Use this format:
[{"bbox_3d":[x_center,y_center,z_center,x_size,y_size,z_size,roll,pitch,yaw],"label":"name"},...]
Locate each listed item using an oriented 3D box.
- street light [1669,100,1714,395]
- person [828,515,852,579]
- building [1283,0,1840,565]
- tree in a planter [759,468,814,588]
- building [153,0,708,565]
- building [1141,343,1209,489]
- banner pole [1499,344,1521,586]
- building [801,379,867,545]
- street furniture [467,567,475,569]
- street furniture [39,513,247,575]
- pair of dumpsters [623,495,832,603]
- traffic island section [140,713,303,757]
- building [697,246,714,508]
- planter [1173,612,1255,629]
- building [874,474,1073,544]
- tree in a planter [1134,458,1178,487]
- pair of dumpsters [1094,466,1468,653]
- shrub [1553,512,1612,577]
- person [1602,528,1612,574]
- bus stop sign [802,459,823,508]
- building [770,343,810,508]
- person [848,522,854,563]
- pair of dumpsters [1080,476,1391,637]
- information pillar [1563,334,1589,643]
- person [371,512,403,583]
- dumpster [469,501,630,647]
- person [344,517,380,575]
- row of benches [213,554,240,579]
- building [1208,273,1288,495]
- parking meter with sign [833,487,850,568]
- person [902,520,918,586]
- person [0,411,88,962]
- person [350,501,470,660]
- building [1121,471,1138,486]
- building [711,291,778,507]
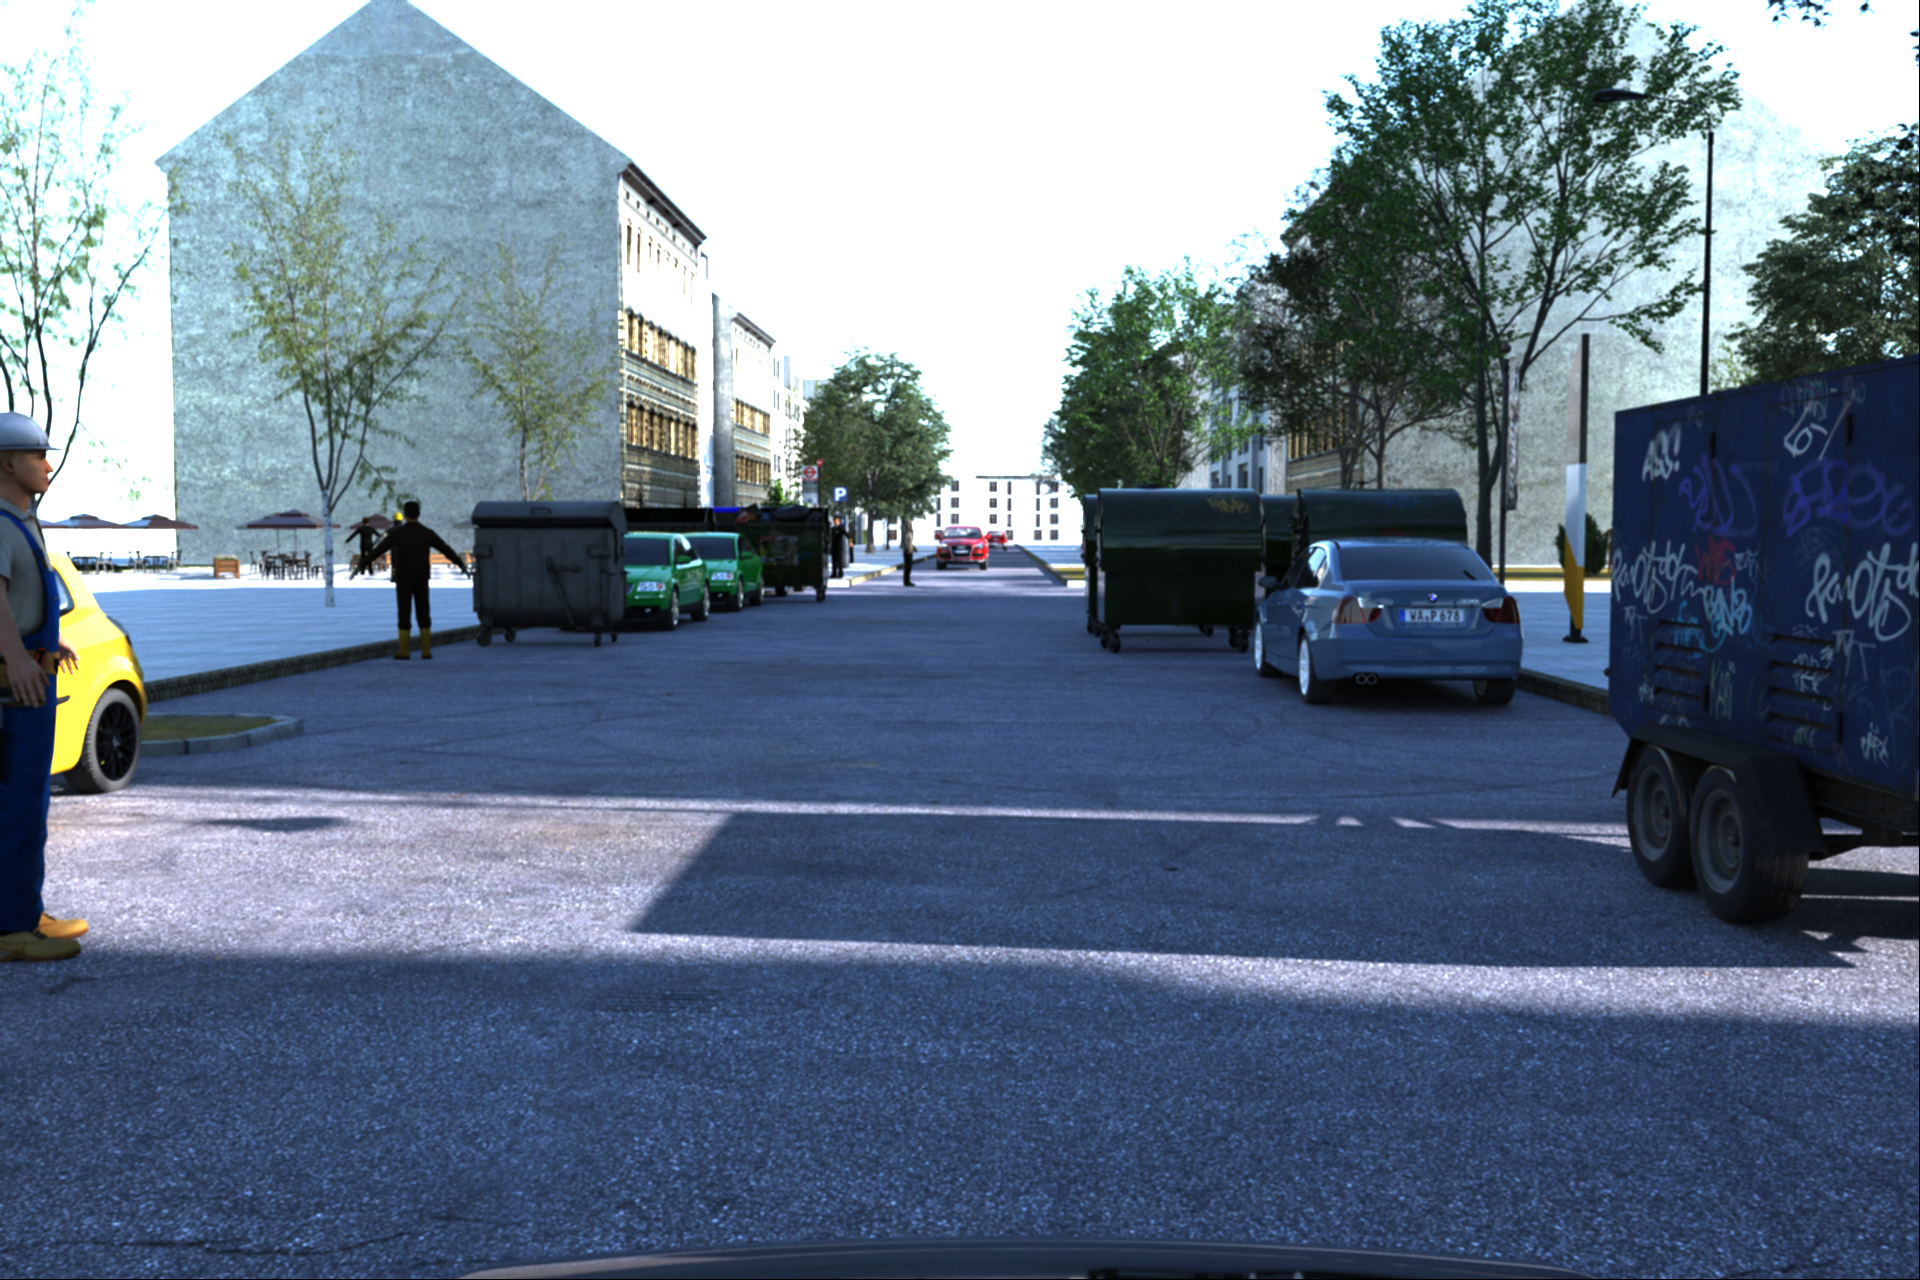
[{"bbox_3d":[8.374,-2.792,18.198,1.470,5.913,1.316,0,4,1],"label":"street light"},{"bbox_3d":[-3.577,-2.695,50.004,1.347,1.837,0.705,3,4,38],"label":"person"},{"bbox_3d":[25.791,-15.178,79.082,19.493,23.208,18.063,0,4,1],"label":"building"},{"bbox_3d":[-4.886,-3.024,46.668,1.991,3.239,1.994,0,4,2],"label":"tree in a planter"},{"bbox_3d":[-22.737,-15.190,79.281,19.493,23.208,18.063,0,4,1],"label":"building"},{"bbox_3d":[27.281,-18.509,169.077,16.747,18.905,31.486,0,4,1],"label":"building"},{"bbox_3d":[7.171,-1.995,22.644,0.401,3.779,0.863,0,4,2],"label":"banner pole"},{"bbox_3d":[-20.464,-21.212,213.278,16.747,18.905,31.486,0,4,1],"label":"building"},{"bbox_3d":[-12.524,-3.041,56.576,9.812,1.723,11.010,1,4,15],"label":"street furniture"},{"bbox_3d":[-32.191,-2.914,52.666,14.083,1.986,27.439,0,4,-3],"label":"street furniture"},{"bbox_3d":[-4.962,-1.935,36.594,4.436,2.255,1.574,0,4,2],"label":"pair of dumpsters"},{"bbox_3d":[-5.754,0.660,12.068,1.991,0.108,1.994,0,4,1],"label":"traffic island section"},{"bbox_3d":[-21.776,-15.083,103.022,16.016,20.090,11.380,0,4,1],"label":"building"},{"bbox_3d":[4.328,-0.368,27.163,1.991,0.319,1.994,0,4,2],"label":"planter"},{"bbox_3d":[1.919,-18.196,242.101,28.070,9.664,9.099,0,4,-2],"label":"building"},{"bbox_3d":[4.593,-2.656,40.652,1.991,3.239,1.994,0,4,2],"label":"tree in a planter"},{"bbox_3d":[3.863,-1.001,21.311,4.436,2.255,1.574,0,4,0],"label":"pair of dumpsters"},{"bbox_3d":[18.725,-2.917,52.107,1.690,2.028,1.600,0,3,0],"label":"shrub"},{"bbox_3d":[20.893,-2.964,55.261,1.217,1.733,0.721,3,4,39],"label":"person"},{"bbox_3d":[-5.205,-4.462,61.654,0.855,3.939,0.416,0,4,3],"label":"bus stop sign"},{"bbox_3d":[-24.962,-18.639,171.211,16.747,18.905,31.486,0,4,1],"label":"building"},{"bbox_3d":[-4.826,-4.276,76.049,0.705,1.813,1.348,-1,4,-10],"label":"person"},{"bbox_3d":[3.930,-1.202,24.603,4.436,2.255,1.574,0,4,1],"label":"pair of dumpsters"},{"bbox_3d":[7.310,-1.785,20.541,0.183,3.616,0.504,0,4,2],"label":"information pillar"},{"bbox_3d":[-14.839,-2.444,45.733,1.351,1.858,0.704,-2,4,-28],"label":"person"},{"bbox_3d":[-5.311,-0.873,22.493,1.865,1.857,1.264,0,4,1],"label":"dumpster"},{"bbox_3d":[-18.609,-2.943,54.300,1.347,1.806,0.705,-1,4,-17],"label":"person"},{"bbox_3d":[-21.855,-2.209,51.577,1.422,0.672,4.104,-2,4,-24],"label":"row of benches"},{"bbox_3d":[28.378,-15.858,125.733,16.747,18.905,31.486,0,4,1],"label":"building"},{"bbox_3d":[-4.411,-4.200,64.938,0.543,3.016,1.738,0,4,1],"label":"parking meter with sign"},{"bbox_3d":[-1.400,-2.396,47.767,0.705,1.813,1.348,1,4,9],"label":"person"},{"bbox_3d":[-3.192,0.146,5.923,0.705,1.847,1.347,-1,4,-23],"label":"person"},{"bbox_3d":[-6.278,-0.689,19.852,1.346,1.812,0.704,-2,4,-29],"label":"person"},{"bbox_3d":[28.520,-22.654,201.317,19.493,23.208,18.063,0,4,1],"label":"building"},{"bbox_3d":[-24.297,-18.092,126.726,19.493,23.208,18.063,0,4,2],"label":"building"}]
